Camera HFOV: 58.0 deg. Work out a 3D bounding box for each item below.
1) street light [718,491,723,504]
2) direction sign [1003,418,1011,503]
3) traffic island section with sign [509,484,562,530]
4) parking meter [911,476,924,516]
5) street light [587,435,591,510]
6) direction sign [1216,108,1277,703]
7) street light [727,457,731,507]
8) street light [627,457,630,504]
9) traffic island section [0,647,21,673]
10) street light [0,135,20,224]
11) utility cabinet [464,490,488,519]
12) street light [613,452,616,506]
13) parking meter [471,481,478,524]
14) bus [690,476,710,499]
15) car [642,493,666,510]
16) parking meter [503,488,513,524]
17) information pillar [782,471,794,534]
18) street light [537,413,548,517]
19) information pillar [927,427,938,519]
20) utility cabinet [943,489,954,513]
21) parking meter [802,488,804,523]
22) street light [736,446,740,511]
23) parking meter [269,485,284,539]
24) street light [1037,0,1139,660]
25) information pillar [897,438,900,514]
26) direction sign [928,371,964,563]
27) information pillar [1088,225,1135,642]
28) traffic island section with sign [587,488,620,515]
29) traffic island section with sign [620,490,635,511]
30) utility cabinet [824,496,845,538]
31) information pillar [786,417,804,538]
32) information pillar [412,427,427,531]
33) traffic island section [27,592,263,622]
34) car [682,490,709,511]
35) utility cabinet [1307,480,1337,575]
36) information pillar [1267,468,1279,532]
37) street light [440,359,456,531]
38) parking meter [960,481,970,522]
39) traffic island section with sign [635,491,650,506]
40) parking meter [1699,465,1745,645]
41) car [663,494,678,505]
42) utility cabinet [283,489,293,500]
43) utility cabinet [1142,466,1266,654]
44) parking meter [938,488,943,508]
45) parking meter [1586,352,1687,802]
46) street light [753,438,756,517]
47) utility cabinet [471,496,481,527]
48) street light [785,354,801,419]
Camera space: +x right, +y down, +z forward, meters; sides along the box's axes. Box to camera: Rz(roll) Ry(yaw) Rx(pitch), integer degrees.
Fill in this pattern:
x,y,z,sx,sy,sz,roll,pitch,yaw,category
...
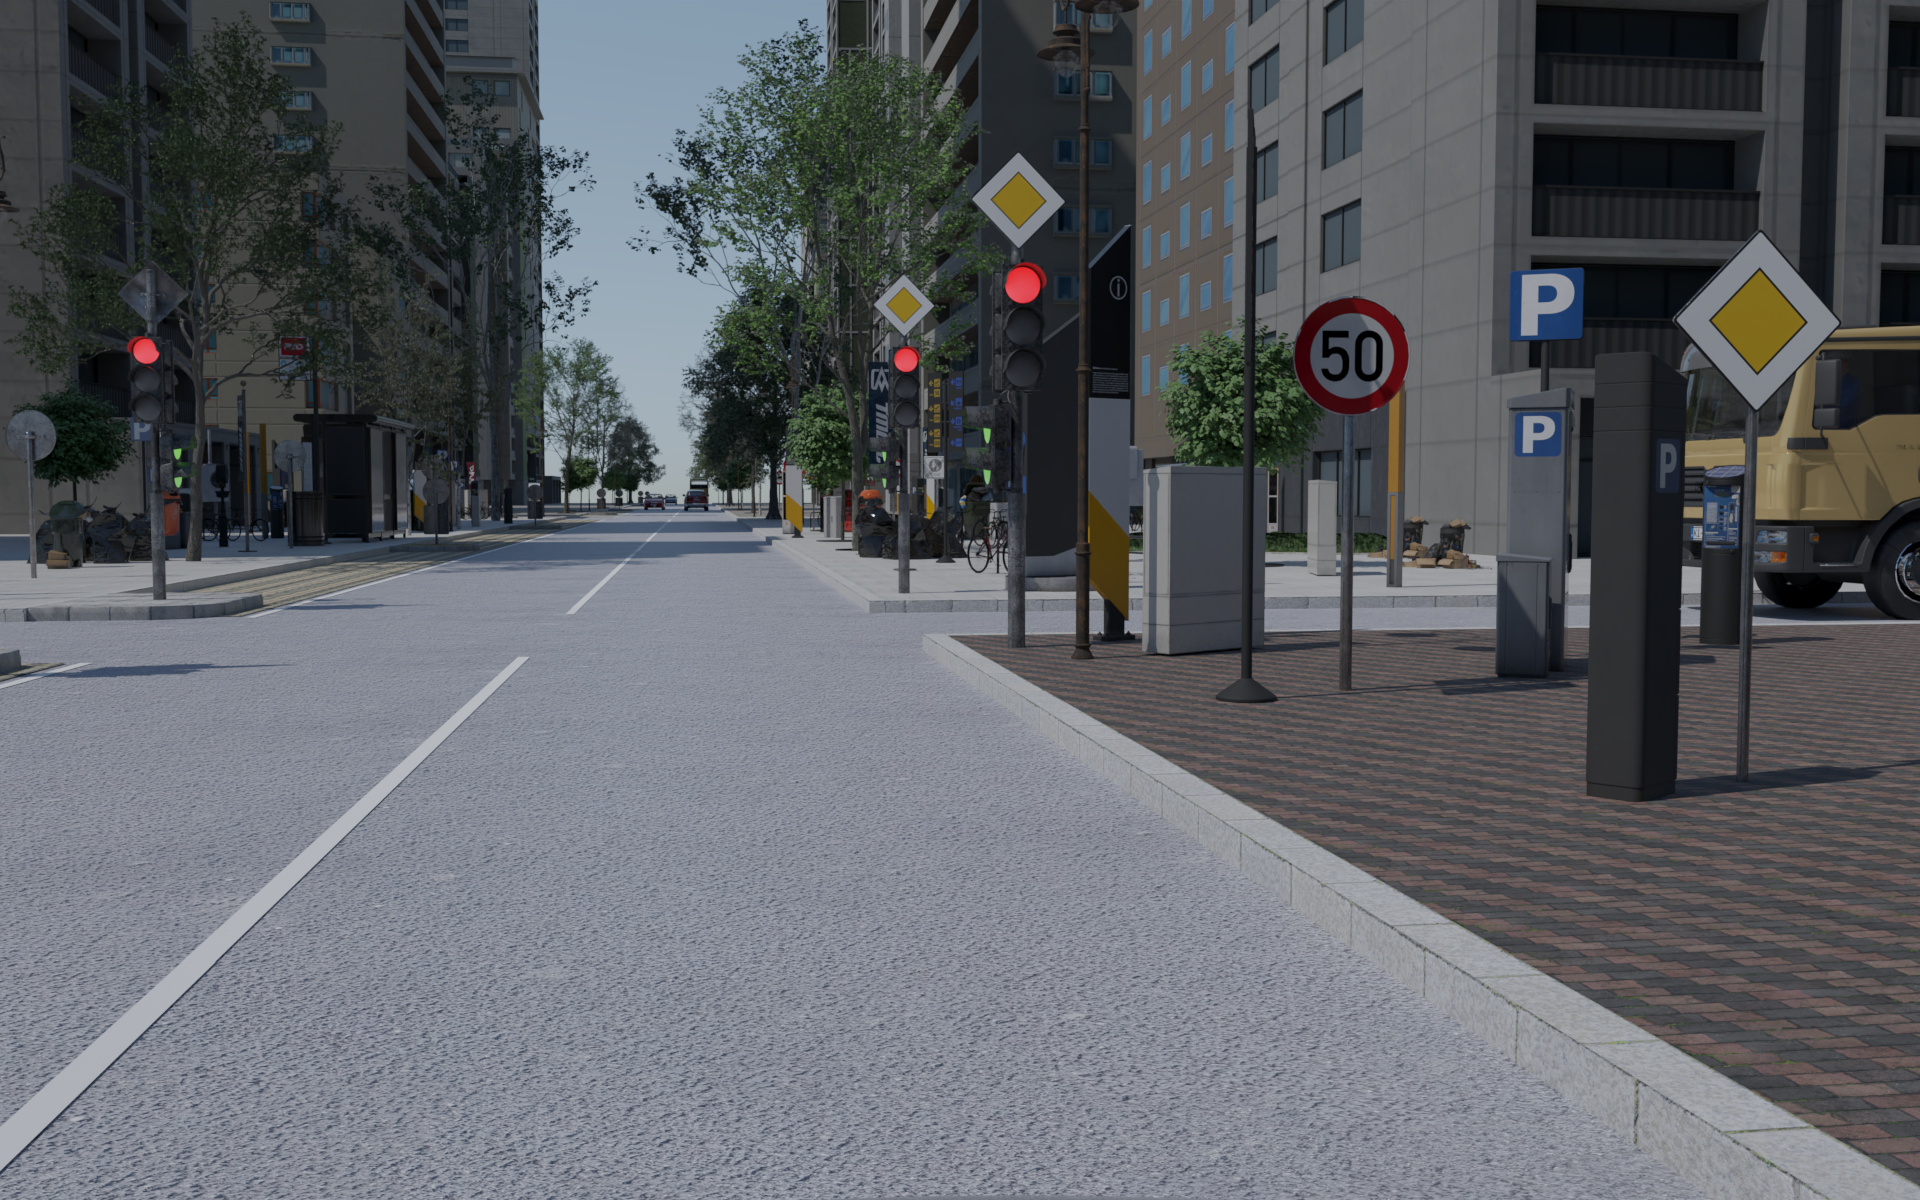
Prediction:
x,y,z,sx,sy,sz,roll,pitch,yaw,category
-35.339,-17.169,253.493,0.468,5.910,1.993,-1,4,-9,street light
1.314,-3.643,51.564,0.379,3.537,0.876,2,4,34,direction sign
-17.214,-3.774,70.339,1.989,1.847,2.006,-1,4,-9,traffic island section with sign
-1.327,-2.986,54.526,0.255,1.863,0.399,-2,4,-35,parking meter
-29.114,-9.973,135.853,0.468,5.910,1.993,-1,4,-9,street light
1.785,-1.143,10.691,0.379,3.537,0.876,1,4,11,direction sign
-22.822,-12.142,171.308,0.468,5.910,1.993,-1,4,-9,street light
-41.526,-14.945,217.131,0.468,5.910,1.993,-1,4,-9,street light
-8.544,0.559,13.144,2.009,0.180,2.903,-1,4,-9,traffic island section
-11.817,-2.942,20.889,0.468,5.910,1.993,-1,4,-9,street light
-24.697,-4.876,88.403,0.318,1.500,1.173,3,5,41,utility cabinet
-35.659,-12.598,178.758,0.468,5.910,1.993,-1,4,-9,street light
-20.829,-4.198,74.346,0.255,1.863,0.399,0,4,-3,parking meter
-36.044,-15.177,239.688,2.896,3.916,12.252,0,4,-8,bus
-27.651,-9.040,156.846,2.155,1.783,4.494,0,4,-7,car
-19.550,-4.068,74.921,0.372,1.533,0.369,0,3,0,parking meter
-5.487,-3.112,55.368,0.304,2.012,0.304,1,4,19,information pillar
-23.405,-7.608,97.185,0.468,5.910,1.993,-1,4,-9,street light
-0.802,-3.645,50.947,0.183,3.616,0.504,-3,4,-36,information pillar
-0.728,-4.214,77.575,0.318,1.500,1.173,-2,4,-32,utility cabinet
-6.780,-3.962,73.192,0.372,1.533,0.369,0,3,0,parking meter
-16.966,-9.774,132.596,0.468,5.910,1.993,-1,4,-9,street light
-19.721,-2.544,50.005,0.372,1.533,0.369,0,3,0,parking meter
0.955,-2.479,13.321,0.468,5.910,1.993,-1,4,-9,street light
-2.164,-4.461,64.294,0.183,3.616,0.504,2,4,31,information pillar
-0.267,-2.461,32.234,0.876,3.537,0.379,3,5,41,direction sign
1.290,-1.450,15.069,0.504,3.616,0.183,-3,4,-37,information pillar
-24.613,-6.763,119.208,1.989,1.847,2.006,-1,4,-9,traffic island section with sign
-28.724,-8.425,146.380,1.989,1.847,2.006,-1,4,-9,traffic island section with sign
-3.706,-2.432,50.925,0.306,1.237,1.020,-2,4,-25,utility cabinet
-4.818,-3.614,50.438,0.504,3.616,0.183,0,4,8,information pillar
-18.553,-4.169,59.522,0.183,3.616,0.504,3,5,40,information pillar
-9.739,0.076,21.040,2.009,0.180,2.903,-1,4,-9,traffic island section
-22.578,-8.533,148.180,2.281,1.827,5.304,-1,4,-10,car
5.767,-1.154,27.541,0.318,1.500,1.173,0,4,4,utility cabinet
8.860,-2.722,48.992,0.304,2.012,0.304,1,4,13,information pillar
-17.522,-5.301,59.454,0.468,5.910,1.993,-1,4,-9,street light
0.232,-4.238,75.008,0.399,1.863,0.255,1,4,10,parking meter
-37.009,-11.774,201.136,1.989,1.847,2.006,-1,4,-9,traffic island section with sign
6.561,-0.394,14.850,0.372,1.533,0.369,0,3,0,parking meter
-38.626,-13.407,231.199,2.014,1.417,4.499,-1,4,-9,car
-31.673,-4.463,81.645,0.318,1.500,1.173,-2,4,-28,utility cabinet
1.987,-0.331,14.095,1.173,1.500,0.318,-3,5,-41,utility cabinet
-0.890,-3.977,73.443,0.372,1.533,0.369,0,3,0,parking meter
2.875,-0.101,7.357,0.399,1.863,0.255,-3,5,-44,parking meter
-11.457,-7.555,96.307,0.468,5.910,1.993,-1,4,-9,street light
-19.031,-3.487,68.174,0.306,1.237,1.020,-1,4,-12,utility cabinet
-5.512,-5.161,57.174,0.468,5.910,1.993,-1,4,-9,street light
